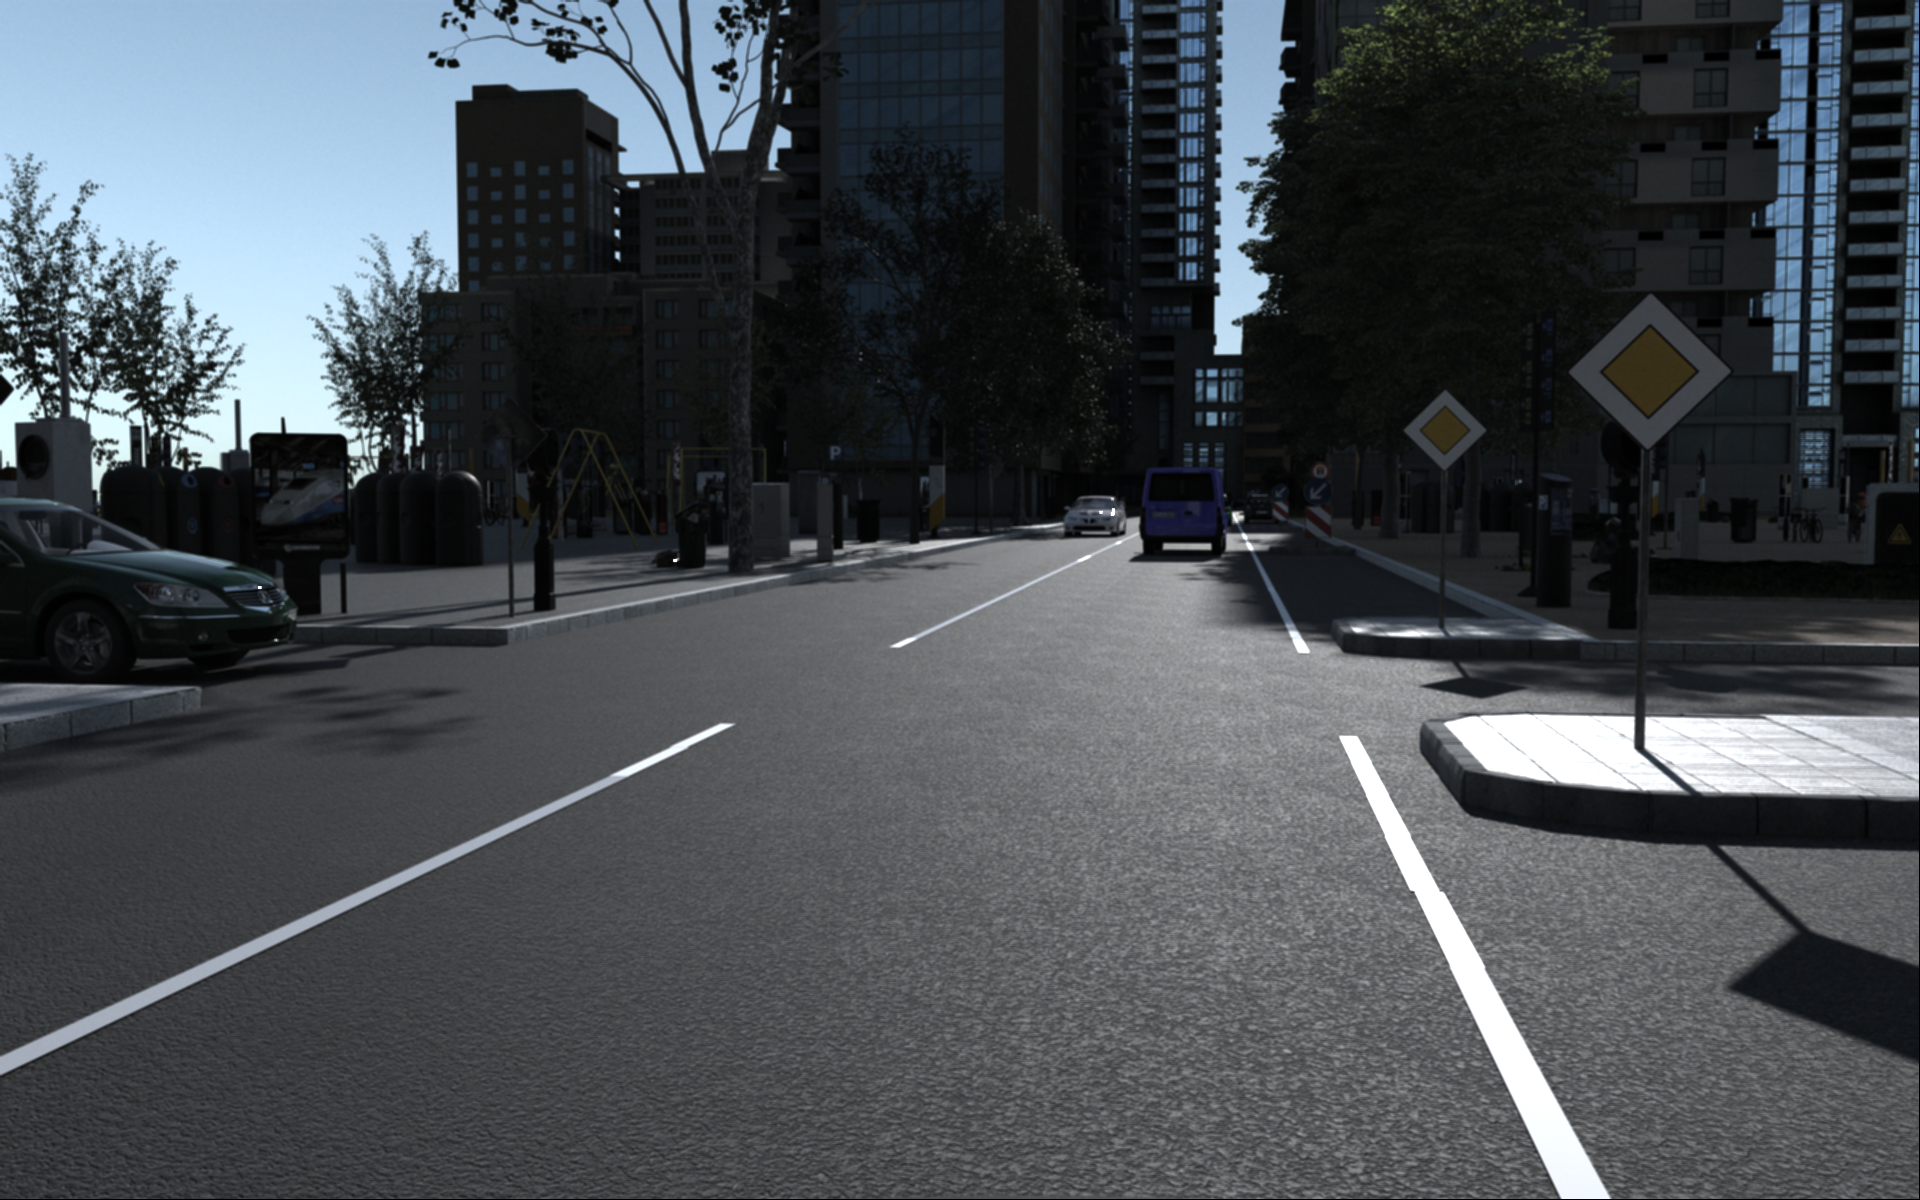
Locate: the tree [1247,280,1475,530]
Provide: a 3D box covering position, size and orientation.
[{"bbox_3d":[14.262,-7.814,62.164,8.767,10.594,7.601,1,4,23],"label":"tree"}]

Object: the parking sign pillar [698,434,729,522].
[{"bbox_3d":[-11.307,-5.530,78.884,1.447,3.967,1.447,2,4,34],"label":"parking sign pillar"}]

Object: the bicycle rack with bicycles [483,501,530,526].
[{"bbox_3d":[-19.864,-3.534,71.167,2.852,0.926,2.925,2,4,32],"label":"bicycle rack with bicycles"}]

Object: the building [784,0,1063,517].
[{"bbox_3d":[-1.554,-27.581,101.068,14.600,45.320,14.200,1,4,9],"label":"building"}]

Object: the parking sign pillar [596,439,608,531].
[{"bbox_3d":[-13.181,-4.437,61.020,1.447,3.967,1.447,-1,4,-20],"label":"parking sign pillar"}]

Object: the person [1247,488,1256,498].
[{"bbox_3d":[16.137,-5.322,96.049,0.750,1.759,0.617,2,4,30],"label":"person"}]

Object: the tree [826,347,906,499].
[{"bbox_3d":[-4.786,-8.225,84.835,4.737,8.622,4.395,0,3,0],"label":"tree"}]

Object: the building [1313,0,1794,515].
[{"bbox_3d":[38.497,-32.357,118.280,28.713,52.752,27.495,1,4,9],"label":"building"}]

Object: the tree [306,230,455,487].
[{"bbox_3d":[-15.412,-5.953,47.701,4.360,8.622,3.978,0,3,0],"label":"tree"}]

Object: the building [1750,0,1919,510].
[{"bbox_3d":[71.633,-50.941,145.552,31.000,86.520,22.319,1,4,9],"label":"building"}]

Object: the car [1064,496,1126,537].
[{"bbox_3d":[4.715,-2.918,60.064,2.083,1.381,4.827,1,4,10],"label":"car"}]

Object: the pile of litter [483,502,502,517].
[{"bbox_3d":[-26.004,-5.048,96.500,1.719,0.858,1.176,2,4,26],"label":"pile of litter"}]

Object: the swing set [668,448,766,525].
[{"bbox_3d":[-8.181,-3.758,59.070,3.119,2.851,2.862,0,4,-6],"label":"swing set"}]

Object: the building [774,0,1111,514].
[{"bbox_3d":[-0.913,-28.640,122.887,22.147,44.769,28.867,1,4,9],"label":"building"}]

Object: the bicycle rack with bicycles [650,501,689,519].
[{"bbox_3d":[-15.216,-4.617,88.871,2.852,0.926,2.925,-1,4,-21],"label":"bicycle rack with bicycles"}]

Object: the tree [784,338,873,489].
[{"bbox_3d":[-6.249,-7.865,78.948,4.360,8.622,3.978,0,3,0],"label":"tree"}]

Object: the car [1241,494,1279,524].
[{"bbox_3d":[14.805,-4.595,84.906,2.009,1.686,4.222,1,4,10],"label":"car"}]

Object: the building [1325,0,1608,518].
[{"bbox_3d":[28.081,-25.376,98.499,14.154,41.232,14.086,1,4,9],"label":"building"}]

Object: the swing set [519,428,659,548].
[{"bbox_3d":[-9.093,-2.746,42.512,2.862,2.851,3.119,0,4,0],"label":"swing set"}]

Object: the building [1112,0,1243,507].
[{"bbox_3d":[14.930,-53.437,186.364,31.000,86.520,22.319,1,4,9],"label":"building"}]

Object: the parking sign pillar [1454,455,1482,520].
[{"bbox_3d":[25.578,-6.038,87.192,1.447,3.967,1.447,2,4,32],"label":"parking sign pillar"}]

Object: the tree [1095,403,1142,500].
[{"bbox_3d":[12.457,-11.582,139.723,4.737,8.622,4.395,0,3,0],"label":"tree"}]

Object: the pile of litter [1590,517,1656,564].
[{"bbox_3d":[12.456,-1.117,32.224,1.719,0.858,1.176,-2,4,-25],"label":"pile of litter"}]

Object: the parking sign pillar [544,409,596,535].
[{"bbox_3d":[-12.764,-4.097,55.452,1.447,3.967,1.447,1,4,18],"label":"parking sign pillar"}]

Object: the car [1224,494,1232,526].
[{"bbox_3d":[11.526,-4.311,79.276,1.959,1.807,4.718,0,4,7],"label":"car"}]

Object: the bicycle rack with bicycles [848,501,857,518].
[{"bbox_3d":[-6.234,-4.844,92.583,2.925,0.926,2.852,1,4,12],"label":"bicycle rack with bicycles"}]

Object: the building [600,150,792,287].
[{"bbox_3d":[-25.553,-30.973,198.295,23.993,40.220,32.217,1,4,9],"label":"building"}]

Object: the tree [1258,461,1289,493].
[{"bbox_3d":[30.435,-11.220,167.165,4.285,4.588,4.351,0,3,0],"label":"tree"}]

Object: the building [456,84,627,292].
[{"bbox_3d":[-45.968,-33.173,192.489,14.200,45.320,14.600,1,4,9],"label":"building"}]

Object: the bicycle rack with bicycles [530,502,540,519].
[{"bbox_3d":[-22.304,-4.597,88.535,2.852,0.926,2.925,0,4,5],"label":"bicycle rack with bicycles"}]

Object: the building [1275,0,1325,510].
[{"bbox_3d":[38.332,-30.119,147.064,22.147,44.769,28.867,1,4,9],"label":"building"}]

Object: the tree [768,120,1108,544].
[{"bbox_3d":[-1.373,-6.722,44.323,8.767,10.594,7.601,2,4,29],"label":"tree"}]

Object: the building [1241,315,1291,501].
[{"bbox_3d":[44.996,-20.881,186.442,28.899,21.520,27.650,1,4,9],"label":"building"}]

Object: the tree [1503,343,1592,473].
[{"bbox_3d":[28.181,-8.092,82.672,4.737,8.622,4.395,0,3,0],"label":"tree"}]

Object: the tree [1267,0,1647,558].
[{"bbox_3d":[9.941,-7.129,34.685,7.486,12.596,7.792,0,3,0],"label":"tree"}]

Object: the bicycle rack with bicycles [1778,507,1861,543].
[{"bbox_3d":[23.009,-1.995,45.997,2.852,0.926,2.925,2,4,28],"label":"bicycle rack with bicycles"}]

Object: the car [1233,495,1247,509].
[{"bbox_3d":[26.854,-9.306,164.733,1.945,1.354,3.894,1,4,8],"label":"car"}]

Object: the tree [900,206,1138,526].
[{"bbox_3d":[2.321,-9.328,69.523,9.611,12.733,9.660,0,3,0],"label":"tree"}]

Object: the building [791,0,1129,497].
[{"bbox_3d":[-0.298,-32.899,157.511,30.456,49.044,23.786,1,4,9],"label":"building"}]

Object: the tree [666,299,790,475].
[{"bbox_3d":[-8.509,-6.998,64.775,4.737,8.622,4.395,0,3,0],"label":"tree"}]

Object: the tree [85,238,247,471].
[{"bbox_3d":[-23.170,-6.101,50.108,4.737,8.622,4.395,0,3,0],"label":"tree"}]

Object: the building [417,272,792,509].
[{"bbox_3d":[-30.051,-19.269,160.082,28.899,21.520,27.650,1,4,9],"label":"building"}]

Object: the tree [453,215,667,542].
[{"bbox_3d":[-10.555,-5.884,46.559,4.360,8.622,3.978,0,3,0],"label":"tree"}]

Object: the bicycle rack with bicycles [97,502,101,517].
[{"bbox_3d":[-46.988,-4.913,93.711,2.852,0.926,2.925,-3,5,-41],"label":"bicycle rack with bicycles"}]

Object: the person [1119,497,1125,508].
[{"bbox_3d":[7.901,-4.425,85.135,0.425,1.301,0.394,-3,4,-36],"label":"person"}]

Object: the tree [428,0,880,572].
[{"bbox_3d":[-4.047,-10.620,29.523,12.611,20.169,13.585,0,3,0],"label":"tree"}]

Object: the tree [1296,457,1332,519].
[{"bbox_3d":[18.237,-5.778,89.068,1.663,3.219,1.824,0,3,0],"label":"tree"}]

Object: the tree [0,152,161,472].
[{"bbox_3d":[-19.619,-5.338,37.632,4.360,8.622,3.978,0,3,0],"label":"tree"}]

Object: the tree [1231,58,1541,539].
[{"bbox_3d":[12.385,-8.753,49.771,9.857,13.997,8.962,0,3,0],"label":"tree"}]

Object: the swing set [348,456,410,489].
[{"bbox_3d":[-24.220,-4.564,72.237,3.119,2.851,2.862,0,4,0],"label":"swing set"}]
